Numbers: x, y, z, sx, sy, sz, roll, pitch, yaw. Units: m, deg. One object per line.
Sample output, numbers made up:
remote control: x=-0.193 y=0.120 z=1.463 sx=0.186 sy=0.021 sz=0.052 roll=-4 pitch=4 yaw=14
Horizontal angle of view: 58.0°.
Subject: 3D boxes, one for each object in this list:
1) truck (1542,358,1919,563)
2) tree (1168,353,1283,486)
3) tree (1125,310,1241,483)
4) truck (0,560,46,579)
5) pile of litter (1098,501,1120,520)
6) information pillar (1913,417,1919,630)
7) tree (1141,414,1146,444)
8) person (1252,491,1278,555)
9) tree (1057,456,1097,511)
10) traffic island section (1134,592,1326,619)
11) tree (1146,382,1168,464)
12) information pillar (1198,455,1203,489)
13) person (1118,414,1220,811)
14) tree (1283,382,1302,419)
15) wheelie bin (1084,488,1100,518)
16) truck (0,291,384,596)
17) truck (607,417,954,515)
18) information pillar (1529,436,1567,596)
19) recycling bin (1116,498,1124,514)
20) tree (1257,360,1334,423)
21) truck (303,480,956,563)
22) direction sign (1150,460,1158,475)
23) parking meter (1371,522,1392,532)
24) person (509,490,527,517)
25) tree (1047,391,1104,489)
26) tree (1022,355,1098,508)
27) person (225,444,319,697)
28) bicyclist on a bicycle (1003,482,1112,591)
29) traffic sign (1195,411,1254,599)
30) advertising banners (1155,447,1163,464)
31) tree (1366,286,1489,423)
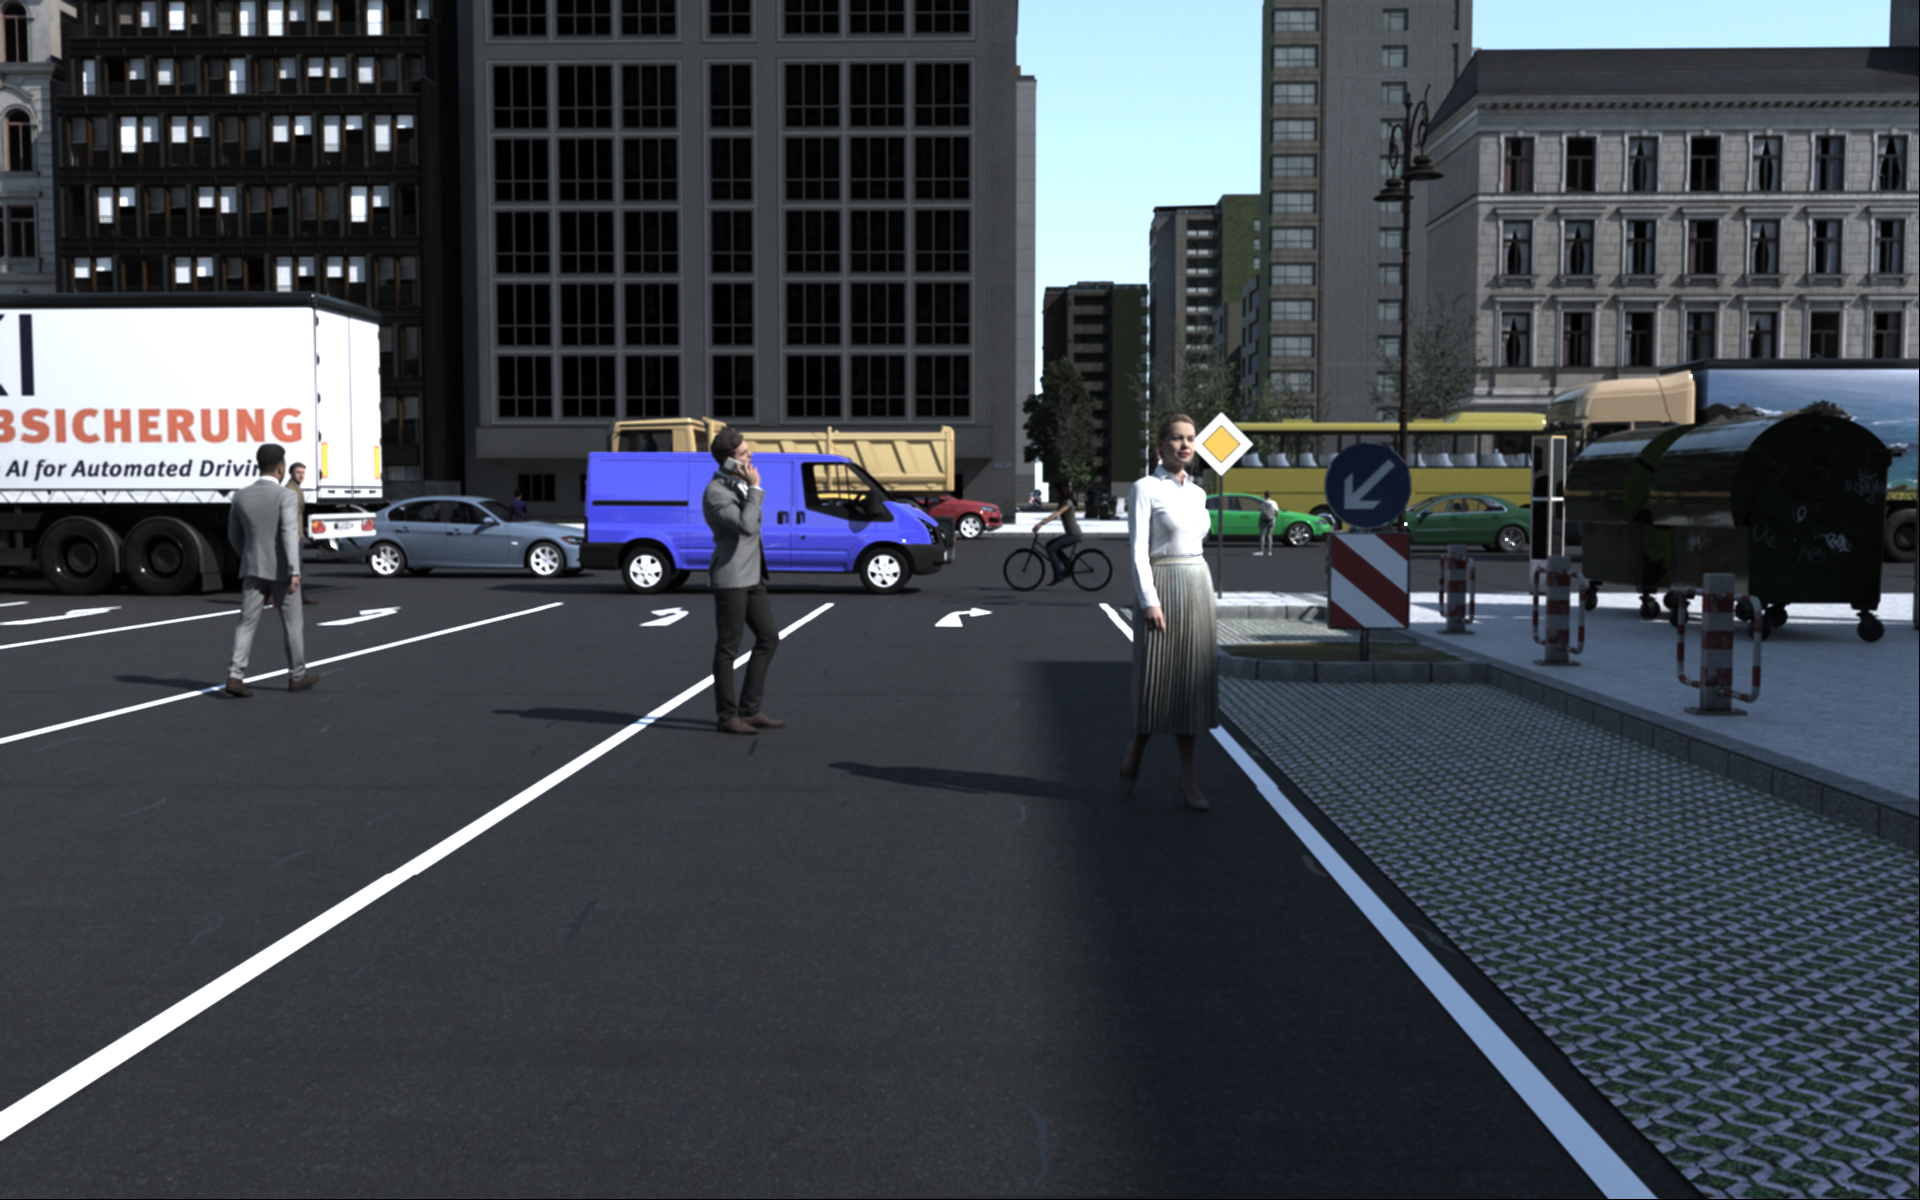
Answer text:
truck: x=17.661 y=-2.944 z=37.040 sx=11.283 sy=4.237 sz=2.839 roll=0 pitch=4 yaw=1
tree: x=13.678 y=-8.534 z=89.890 sx=4.737 sy=8.622 sz=4.395 roll=0 pitch=3 yaw=0
tree: x=8.920 y=-7.239 z=68.719 sx=4.360 sy=8.622 sz=3.978 roll=0 pitch=3 yaw=0
truck: x=-18.725 y=-2.532 z=30.308 sx=11.283 sy=4.237 sz=2.839 roll=0 pitch=4 yaw=2
pile of litter: x=7.444 y=-4.429 z=86.377 sx=1.176 sy=0.858 sz=1.719 roll=1 pitch=4 yaw=21
information pillar: x=9.192 y=-0.724 z=16.332 sx=0.304 sy=2.012 sz=0.304 roll=2 pitch=4 yaw=27
tree: x=13.774 y=-9.833 z=111.136 sx=4.737 sy=8.622 sz=4.395 roll=0 pitch=3 yaw=0
person: x=7.145 y=-1.794 z=40.424 sx=0.523 sy=1.515 sz=0.503 roll=3 pitch=5 yaw=44
tree: x=9.003 y=-9.104 z=132.558 sx=4.285 sy=4.588 sz=4.351 roll=0 pitch=3 yaw=0
traffic island section: x=3.196 y=0.067 z=21.185 sx=2.009 sy=0.180 sz=2.903 roll=0 pitch=4 yaw=1
tree: x=13.388 y=-8.968 z=96.987 sx=4.737 sy=8.622 sz=4.395 roll=0 pitch=3 yaw=0
information pillar: x=11.879 y=-5.710 z=84.710 sx=0.504 sy=3.616 sz=0.183 roll=-2 pitch=4 yaw=-28
person: x=0.943 y=0.042 z=8.040 sx=0.478 sy=1.798 sz=0.641 roll=-1 pitch=4 yaw=-21
tree: x=19.596 y=-9.614 z=107.556 sx=4.737 sy=8.622 sz=4.395 roll=0 pitch=3 yaw=0
wheelie bin: x=7.030 y=-5.140 z=91.951 sx=0.693 sy=1.594 sz=0.980 roll=2 pitch=4 yaw=35
truck: x=-14.435 y=-2.237 z=25.494 sx=11.283 sy=4.237 sz=2.839 roll=0 pitch=4 yaw=3
truck: x=-5.047 y=-2.983 z=44.699 sx=9.791 sy=3.379 sz=3.469 roll=0 pitch=3 yaw=0
information pillar: x=7.441 y=-1.067 z=21.934 sx=0.304 sy=2.012 sz=0.304 roll=-2 pitch=4 yaw=-34
recycling bin: x=10.101 y=-6.006 z=110.760 sx=0.722 sy=1.027 sz=0.722 roll=0 pitch=4 yaw=-1
tree: x=18.577 y=-8.909 z=96.023 sx=4.360 sy=8.622 sz=3.978 roll=0 pitch=3 yaw=0
truck: x=-9.493 y=-2.864 z=36.585 sx=18.799 sy=4.110 sz=2.967 roll=0 pitch=4 yaw=0
direction sign: x=13.267 y=-7.698 z=117.860 sx=0.876 sy=3.537 sz=0.379 roll=-3 pitch=5 yaw=-43
parking meter: x=5.274 y=-0.825 z=21.900 sx=0.372 sy=1.533 sz=0.369 roll=0 pitch=3 yaw=0
person: x=-10.524 y=-1.857 z=41.225 sx=0.453 sy=1.535 sz=0.546 roll=-2 pitch=4 yaw=-29
tree: x=7.977 y=-10.589 z=123.499 sx=4.360 sy=8.622 sz=3.978 roll=0 pitch=3 yaw=0
tree: x=8.838 y=-15.230 z=156.433 sx=7.806 sy=13.903 sz=7.818 roll=0 pitch=3 yaw=0
person: x=-4.959 y=-0.221 z=12.394 sx=0.678 sy=1.792 sz=0.850 roll=1 pitch=4 yaw=13
bicyclist on a bicycle: x=1.439 y=-0.947 z=25.506 sx=1.625 sy=1.676 sz=1.499 roll=0 pitch=4 yaw=2
traffic sign: x=3.172 y=-1.068 z=21.108 sx=0.795 sy=2.450 sz=0.064 roll=0 pitch=4 yaw=1
advertising banners: x=8.146 y=-4.203 z=64.912 sx=2.074 sy=3.025 sz=0.090 roll=-2 pitch=4 yaw=-30
tree: x=16.455 y=-6.747 z=60.679 sx=4.360 sy=8.622 sz=3.978 roll=0 pitch=3 yaw=0
